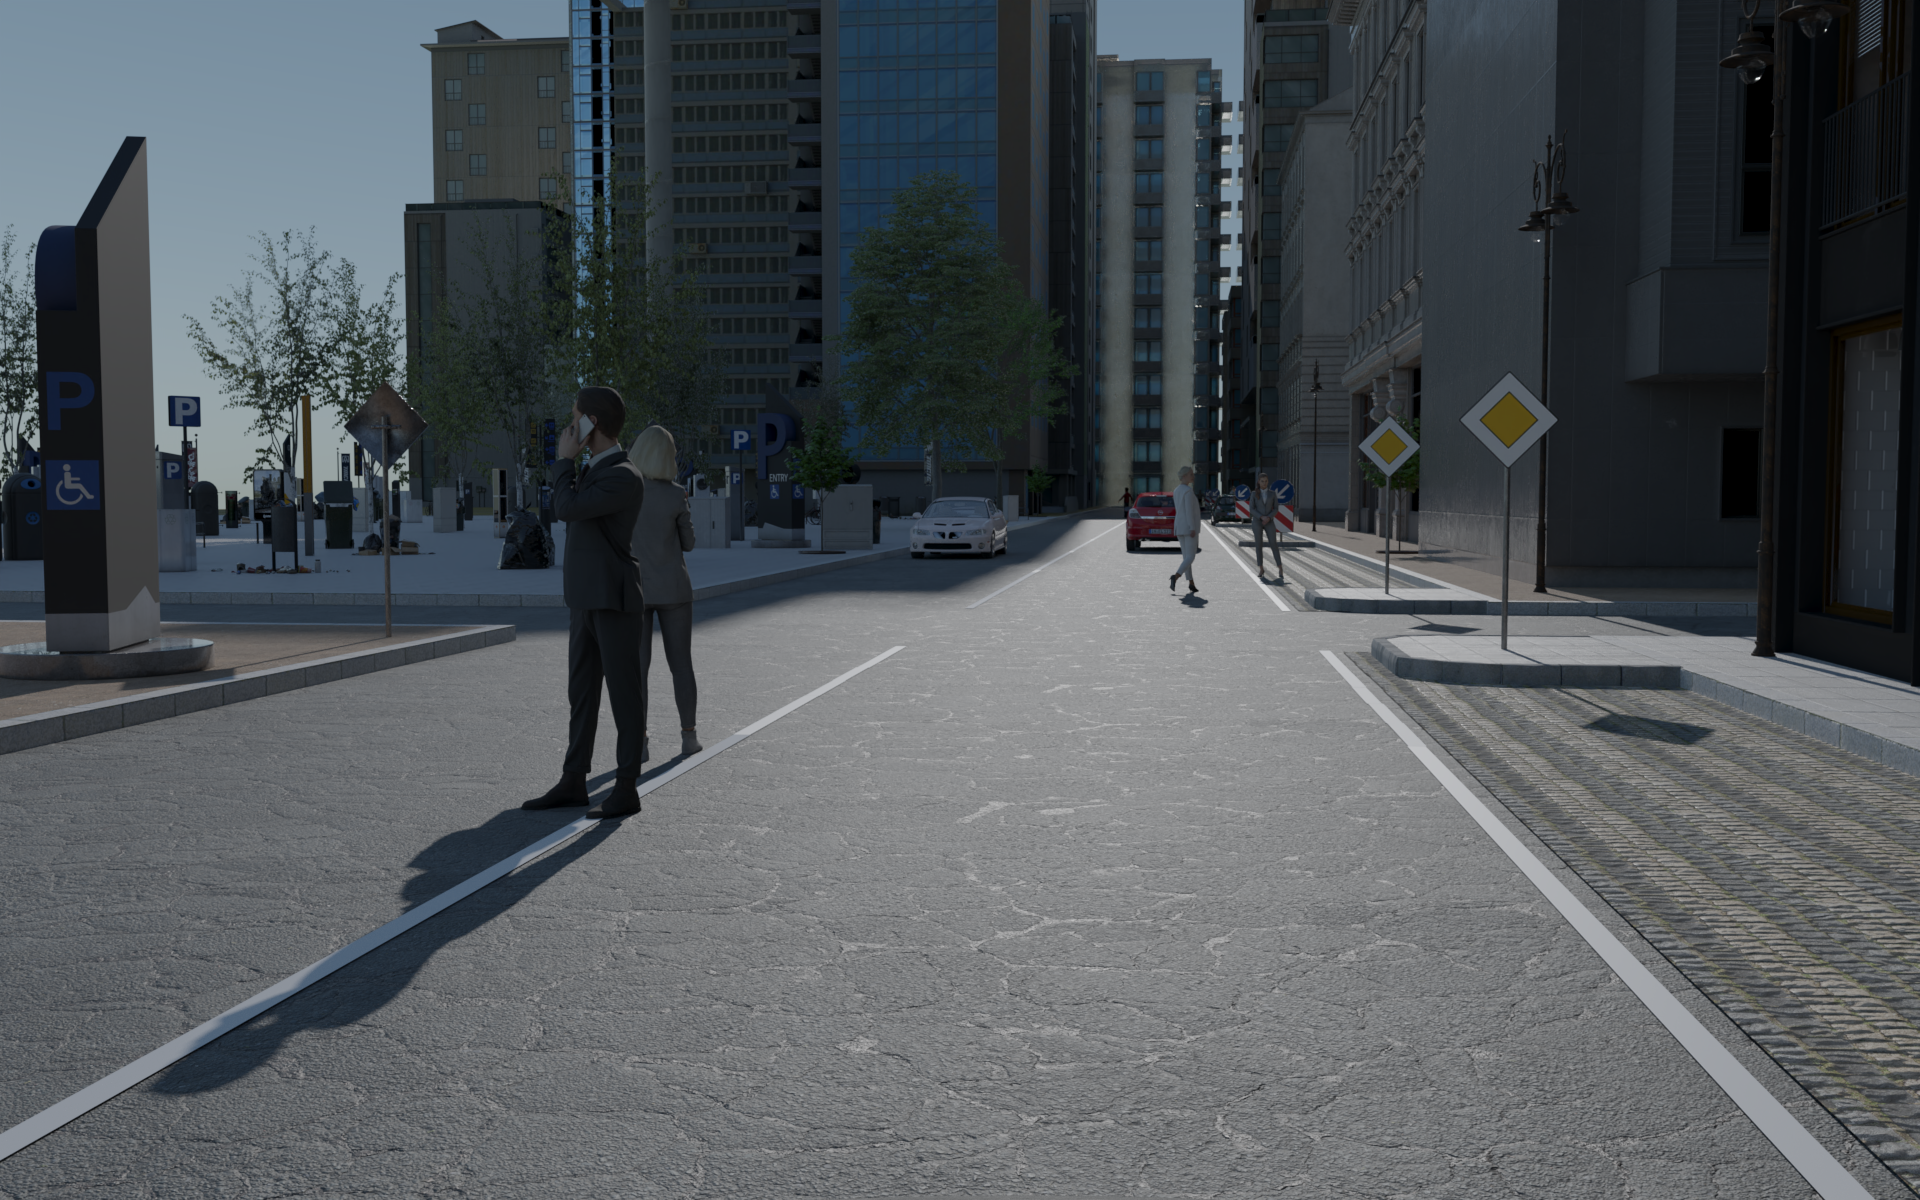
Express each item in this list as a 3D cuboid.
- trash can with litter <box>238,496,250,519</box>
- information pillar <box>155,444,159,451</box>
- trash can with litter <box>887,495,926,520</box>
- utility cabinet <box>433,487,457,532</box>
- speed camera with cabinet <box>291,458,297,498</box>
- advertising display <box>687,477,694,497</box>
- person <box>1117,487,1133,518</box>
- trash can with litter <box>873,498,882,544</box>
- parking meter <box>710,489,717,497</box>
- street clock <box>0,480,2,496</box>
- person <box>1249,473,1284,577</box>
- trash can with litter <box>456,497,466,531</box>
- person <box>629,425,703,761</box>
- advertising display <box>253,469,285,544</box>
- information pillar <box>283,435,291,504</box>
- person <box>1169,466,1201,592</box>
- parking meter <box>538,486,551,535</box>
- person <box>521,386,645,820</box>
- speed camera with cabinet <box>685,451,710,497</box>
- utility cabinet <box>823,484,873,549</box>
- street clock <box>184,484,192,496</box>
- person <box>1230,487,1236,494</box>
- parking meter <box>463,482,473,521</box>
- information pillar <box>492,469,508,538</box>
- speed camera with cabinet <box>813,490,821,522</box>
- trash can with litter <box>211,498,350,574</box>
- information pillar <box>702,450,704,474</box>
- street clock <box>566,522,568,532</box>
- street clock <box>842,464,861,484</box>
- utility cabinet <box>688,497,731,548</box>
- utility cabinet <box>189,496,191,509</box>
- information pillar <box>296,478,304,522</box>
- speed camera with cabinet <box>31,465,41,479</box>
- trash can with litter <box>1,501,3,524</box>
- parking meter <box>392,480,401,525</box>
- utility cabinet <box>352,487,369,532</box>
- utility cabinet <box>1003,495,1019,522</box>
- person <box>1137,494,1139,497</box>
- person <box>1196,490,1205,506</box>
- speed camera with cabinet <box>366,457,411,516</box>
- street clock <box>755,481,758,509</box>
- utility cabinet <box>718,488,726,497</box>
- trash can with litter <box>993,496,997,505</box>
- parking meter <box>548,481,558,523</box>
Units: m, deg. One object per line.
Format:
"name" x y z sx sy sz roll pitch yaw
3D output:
"trash can with litter" -36.829 -4.730 88.726 0.624 1.170 1.055 2 4 25
"information pillar" -37.762 -5.512 81.481 0.183 3.616 0.504 0 4 -8
"trash can with litter" -2.356 -4.690 87.733 2.233 1.210 1.678 0 4 6
"utility cabinet" -17.186 -3.000 57.731 0.318 1.500 1.173 0 4 7
"speed camera with cabinet" -36.118 -5.994 92.346 0.660 3.252 2.038 2 4 31
"advertising display" -10.109 -3.656 64.995 0.123 1.923 0.974 -1 4 -16
"person" 9.845 -5.758 102.600 1.348 1.831 0.705 -3 5 -44
"trash can with litter" -2.383 -2.041 44.754 0.624 1.170 1.055 -1 4 -15
"parking meter" -12.705 -4.948 89.314 0.372 1.533 0.369 0 3 0
"street clock" -48.114 -5.024 86.719 0.358 2.002 0.471 -2 4 -35
"person" 5.271 -1.284 29.771 0.520 1.790 0.573 -1 4 -12
"trash can with litter" -17.626 -2.966 59.882 1.055 1.170 0.624 1 4 20
"person" -1.707 -0.049 9.485 0.537 1.800 0.526 0 4 4
"advertising display" -17.772 -2.406 44.547 0.974 1.923 0.123 2 4 25
"information pillar" -25.937 -4.615 66.810 0.183 3.616 0.504 0 4 7
"person" 3.238 -1.023 25.097 0.818 1.842 0.514 -3 5 -42
"parking meter" -12.891 -2.774 53.768 0.372 1.533 0.369 0 3 0
"person" -1.649 0.010 7.697 0.474 1.900 0.648 -2 4 -31
"speed camera with cabinet" -12.485 -5.182 79.060 2.038 3.252 0.660 -1 4 -16
"utility cabinet" -2.600 -1.902 39.782 1.173 1.500 0.318 0 4 -7
"street clock" -30.129 -3.856 67.621 0.358 2.002 0.471 2 4 35
"person" 14.103 -4.950 89.548 0.853 1.813 0.709 0 4 -4
"parking meter" -23.810 -4.776 83.794 0.399 1.863 0.255 0 4 -4
"information pillar" -13.330 -2.798 50.235 0.304 2.012 0.304 3 5 41
"speed camera with cabinet" -5.838 -5.307 81.112 2.038 3.252 0.660 -1 4 -19
"trash can with litter" -11.279 -1.061 28.403 2.233 1.210 1.678 2 4 26
"information pillar" -13.547 -6.121 91.426 0.183 3.616 0.504 -1 4 -12
"street clock" -12.632 -3.146 55.999 0.471 2.002 0.358 3 5 43
"street clock" -2.594 -2.250 41.355 0.358 2.002 0.471 -3 5 -41
"utility cabinet" -5.964 -1.829 41.061 1.020 1.237 0.306 1 4 17
"utility cabinet" -25.788 -2.866 58.023 0.306 1.237 1.020 -1 4 -13
"information pillar" -30.631 -4.652 80.555 0.304 2.012 0.304 2 4 33
"speed camera with cabinet" -28.638 -3.749 55.634 2.038 3.252 0.660 -2 4 -34
"trash can with litter" -41.238 -3.869 74.645 0.624 1.170 1.055 3 5 41
"parking meter" -23.255 -4.020 71.434 0.255 1.863 0.399 0 4 -2
"utility cabinet" -20.337 -3.054 58.610 1.173 1.500 0.318 3 4 37
"utility cabinet" 2.371 -4.280 81.133 0.306 1.237 1.020 2 4 30
"person" 16.258 -8.893 157.128 0.421 1.427 0.697 -2 4 -31
"person" 23.409 -9.810 168.899 1.348 1.823 0.705 1 4 21
"speed camera with cabinet" -27.952 -5.528 84.715 2.038 3.252 0.660 0 4 2
"street clock" -11.051 -5.556 95.410 0.358 2.002 0.471 2 4 33
"utility cabinet" -8.651 -3.407 64.388 0.318 1.500 1.173 1 4 15
"trash can with litter" 2.296 -5.120 95.103 1.055 1.170 0.624 0 4 0
"parking meter" -18.118 -4.371 77.174 0.399 1.863 0.255 1 4 10
